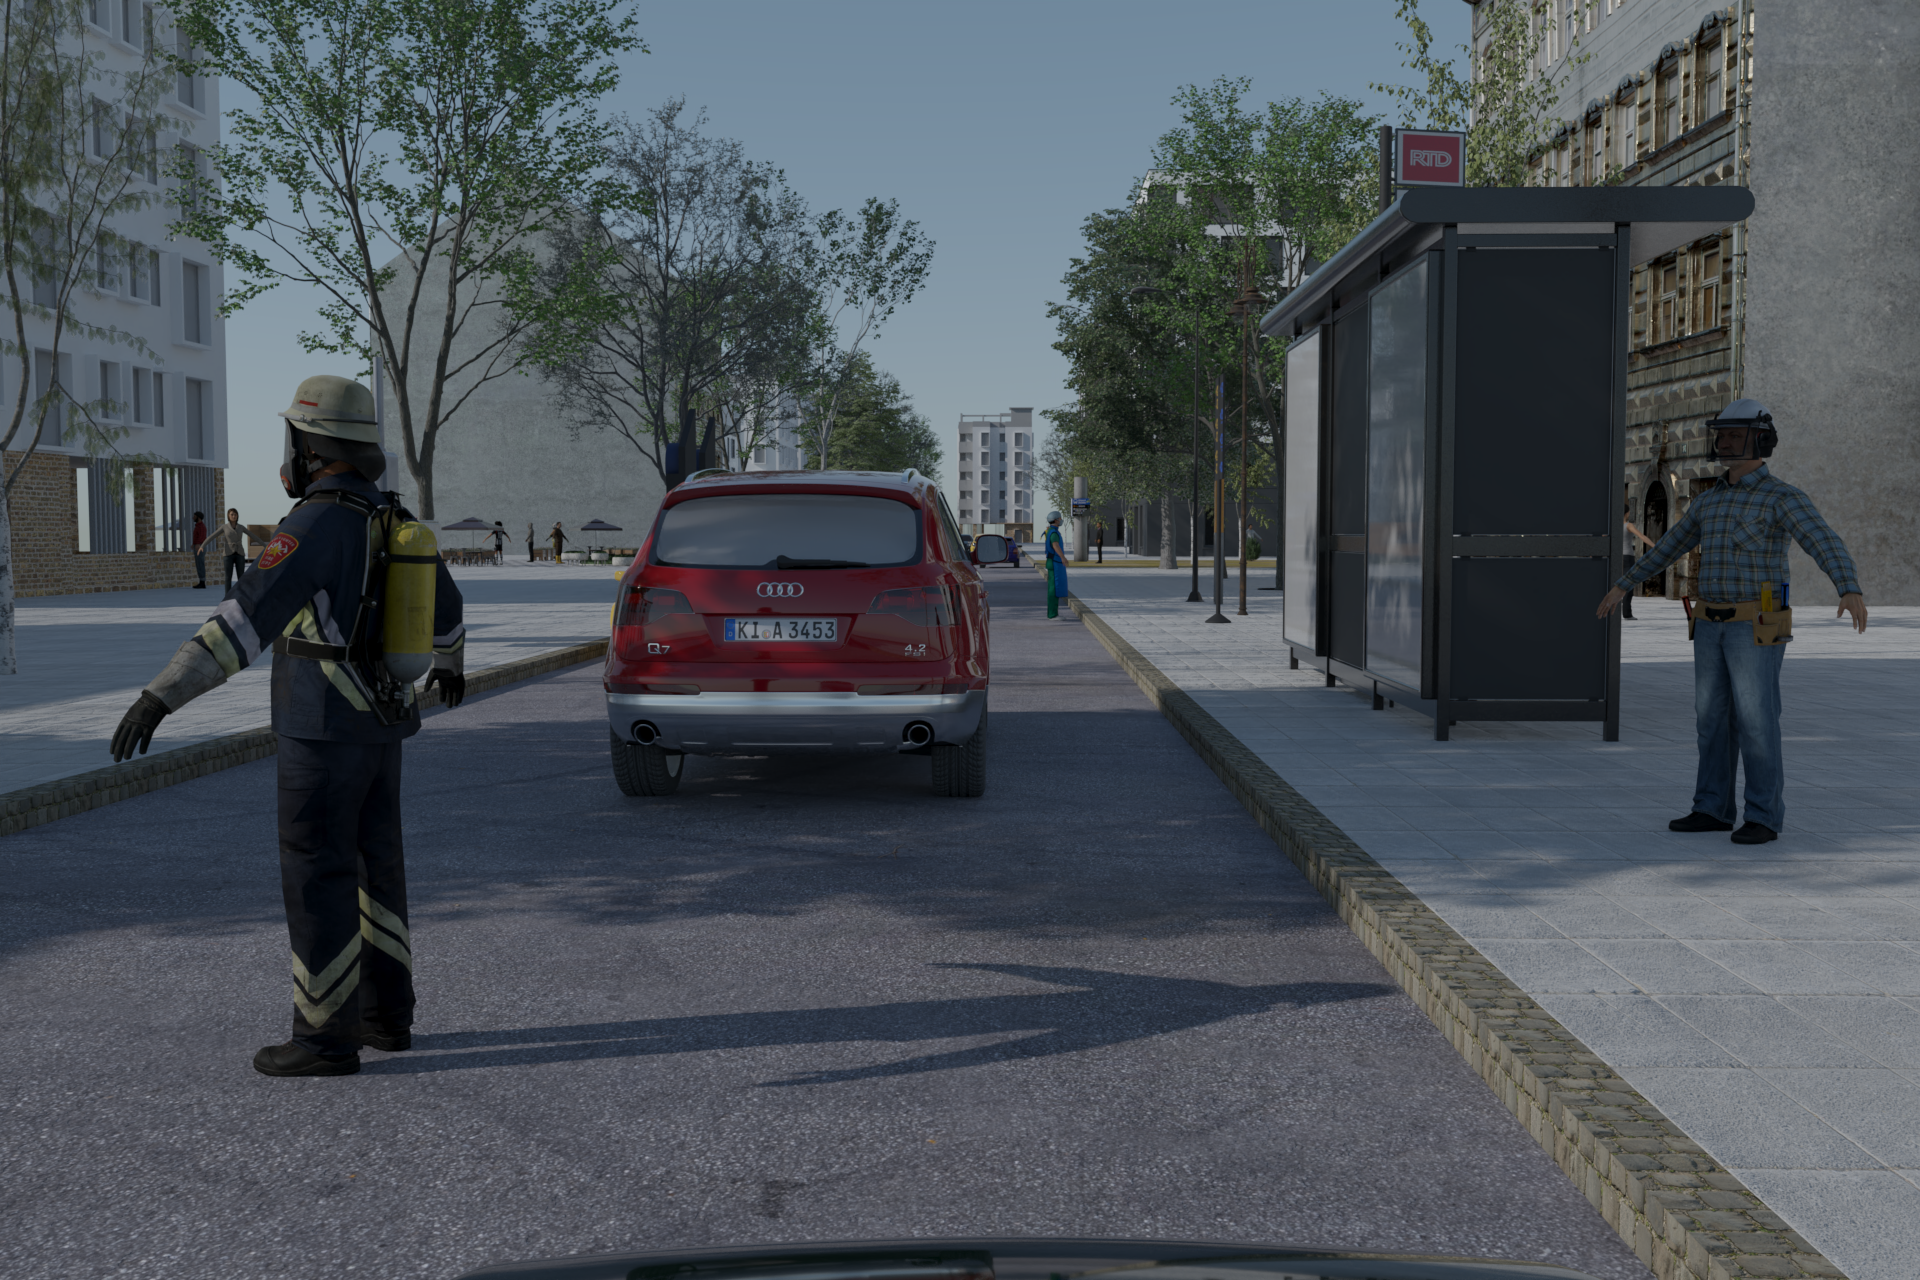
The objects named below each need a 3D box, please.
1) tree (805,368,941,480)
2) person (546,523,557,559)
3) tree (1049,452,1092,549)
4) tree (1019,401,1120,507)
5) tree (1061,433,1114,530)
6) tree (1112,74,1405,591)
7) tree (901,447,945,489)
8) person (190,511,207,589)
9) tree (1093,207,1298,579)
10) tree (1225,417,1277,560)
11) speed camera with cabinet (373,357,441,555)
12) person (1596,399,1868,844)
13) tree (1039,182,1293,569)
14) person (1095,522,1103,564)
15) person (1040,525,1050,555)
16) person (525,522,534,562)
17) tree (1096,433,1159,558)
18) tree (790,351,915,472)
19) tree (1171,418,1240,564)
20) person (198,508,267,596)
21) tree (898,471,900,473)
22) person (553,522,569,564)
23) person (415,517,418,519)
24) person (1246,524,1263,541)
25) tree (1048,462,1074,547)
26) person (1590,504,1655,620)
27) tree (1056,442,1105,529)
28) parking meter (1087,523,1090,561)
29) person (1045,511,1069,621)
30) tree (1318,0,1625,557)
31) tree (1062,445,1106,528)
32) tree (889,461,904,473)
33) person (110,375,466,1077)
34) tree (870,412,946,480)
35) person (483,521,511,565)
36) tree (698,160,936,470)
[{"bbox_3d":[-6.167,-13.267,127.288,12.009,13.543,11.850,0,3,0],"label":"tree"},{"bbox_3d":[-20.828,-5.100,89.145,0.705,1.858,1.354,2,4,23],"label":"person"},{"bbox_3d":[9.612,-12.029,147.036,4.360,8.622,3.978,0,3,0],"label":"tree"},{"bbox_3d":[10.566,-14.989,155.434,12.009,13.543,11.850,0,3,0],"label":"tree"},{"bbox_3d":[8.486,-9.980,113.537,4.737,8.622,4.395,0,3,0],"label":"tree"},{"bbox_3d":[7.308,-6.947,39.341,9.928,11.665,9.643,0,3,0],"label":"tree"},{"bbox_3d":[-5.326,-15.010,171.171,9.928,11.665,9.643,0,3,0],"label":"tree"},{"bbox_3d":[-17.891,-2.114,40.679,0.704,1.816,1.345,-2,4,-28],"label":"person"},{"bbox_3d":[7.244,-7.049,49.666,7.601,10.594,8.767,1,4,15],"label":"tree"},{"bbox_3d":[13.741,-8.182,84.145,4.737,8.622,4.395,0,3,0],"label":"tree"},{"bbox_3d":[-6.661,-1.578,20.141,0.660,3.252,2.038,0,4,2],"label":"speed camera with cabinet"},{"bbox_3d":[3.274,-0.091,7.321,0.704,1.849,1.345,-2,4,-25],"label":"person"},{"bbox_3d":[7.554,-9.537,62.588,9.857,13.997,8.962,0,3,0],"label":"tree"},{"bbox_3d":[6.052,-4.230,75.383,0.704,1.802,1.346,0,4,-1],"label":"person"},{"bbox_3d":[5.365,-6.085,105.454,1.349,1.833,0.705,-2,4,-35],"label":"person"},{"bbox_3d":[-19.591,-4.453,78.938,0.705,1.813,1.348,0,4,-4],"label":"person"},{"bbox_3d":[9.019,-8.632,91.500,4.737,8.622,4.395,0,3,0],"label":"tree"},{"bbox_3d":[-6.605,-11.563,107.187,7.486,12.596,7.792,0,3,0],"label":"tree"},{"bbox_3d":[9.796,-7.541,73.661,4.360,8.622,3.978,0,3,0],"label":"tree"},{"bbox_3d":[-12.722,-1.445,30.387,1.215,1.744,0.721,-2,4,-32],"label":"person"},{"bbox_3d":[-4.945,-12.990,162.749,4.360,8.622,3.978,0,3,0],"label":"tree"},{"bbox_3d":[-17.248,-4.190,74.637,0.704,1.812,1.346,1,4,14],"label":"person"},{"bbox_3d":[-16.887,-2.911,53.738,1.347,1.811,0.704,3,5,43],"label":"person"},{"bbox_3d":[15.434,-5.249,92.001,1.347,1.806,0.705,-1,4,-17],"label":"person"},{"bbox_3d":[10.279,-13.349,168.624,4.737,8.622,4.395,0,3,0],"label":"tree"},{"bbox_3d":[9.937,-1.165,25.854,0.721,1.737,1.217,-3,4,-36],"label":"person"},{"bbox_3d":[9.115,-10.884,128.316,4.360,8.622,3.978,0,3,0],"label":"tree"},{"bbox_3d":[5.972,-4.698,82.516,0.399,1.863,0.255,0,4,1],"label":"parking meter"},{"bbox_3d":[1.603,-1.233,28.744,0.704,1.817,1.347,0,4,-4],"label":"person"},{"bbox_3d":[6.530,-4.417,22.578,4.737,8.622,4.395,0,3,0],"label":"tree"},{"bbox_3d":[9.947,-11.364,136.168,4.737,8.622,4.395,0,3,0],"label":"tree"},{"bbox_3d":[-6.072,-11.469,137.873,4.360,8.622,3.978,0,3,0],"label":"tree"},{"bbox_3d":[-1.700,0.216,4.698,0.705,1.856,1.354,1,4,18],"label":"person"},{"bbox_3d":[-5.096,-13.623,148.487,9.928,11.665,9.643,0,3,0],"label":"tree"},{"bbox_3d":[-19.182,-4.022,71.909,0.704,1.843,1.345,3,5,42],"label":"person"},{"bbox_3d":[-8.483,-14.305,89.768,12.611,20.169,13.585,0,3,0],"label":"tree"}]
